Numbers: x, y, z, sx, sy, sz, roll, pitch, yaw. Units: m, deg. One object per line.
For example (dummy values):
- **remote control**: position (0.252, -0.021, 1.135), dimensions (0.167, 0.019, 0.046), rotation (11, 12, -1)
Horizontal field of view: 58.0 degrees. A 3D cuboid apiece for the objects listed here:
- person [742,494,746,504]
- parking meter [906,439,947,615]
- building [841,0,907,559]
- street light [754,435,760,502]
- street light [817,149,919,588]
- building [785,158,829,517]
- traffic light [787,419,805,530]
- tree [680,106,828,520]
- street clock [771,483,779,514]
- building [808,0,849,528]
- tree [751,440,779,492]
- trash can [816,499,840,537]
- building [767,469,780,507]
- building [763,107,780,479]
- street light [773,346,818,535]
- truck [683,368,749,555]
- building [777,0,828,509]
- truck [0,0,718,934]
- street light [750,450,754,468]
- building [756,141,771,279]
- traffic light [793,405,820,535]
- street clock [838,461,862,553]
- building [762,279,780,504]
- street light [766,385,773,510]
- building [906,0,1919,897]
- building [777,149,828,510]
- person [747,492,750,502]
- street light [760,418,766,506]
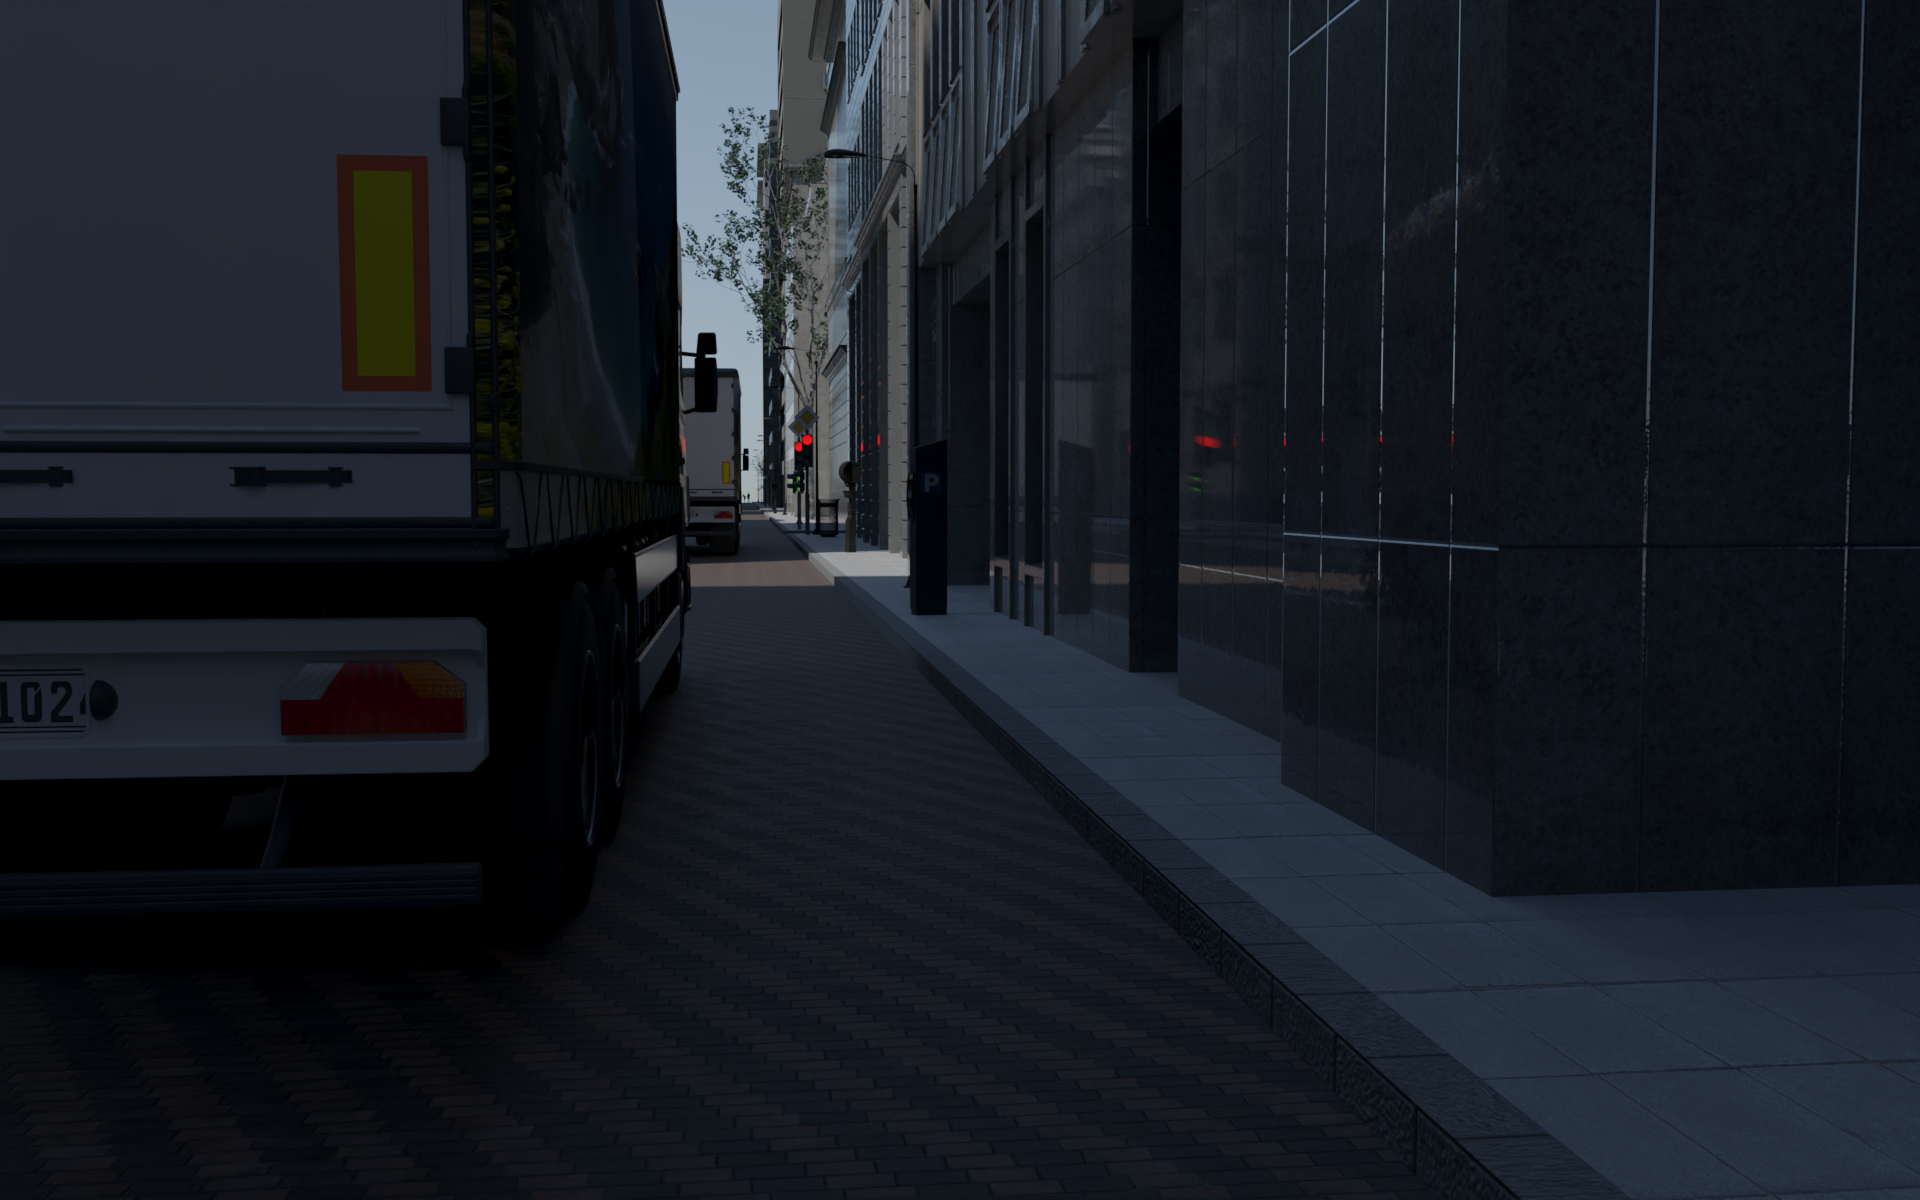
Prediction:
- **person**: position (-32.176, -15.056, 257.853), dimensions (0.628, 1.438, 0.799), rotation (-1, 4, -9)
- **parking meter**: position (-0.350, -0.776, 18.394), dimensions (0.399, 1.863, 0.255), rotation (-1, 4, -16)
- **building**: position (3.606, -16.066, 40.168), dimensions (11.434, 29.767, 29.804), rotation (0, 4, -7)
- **street light**: position (-15.219, -10.018, 136.341), dimensions (1.470, 5.913, 1.316), rotation (0, 4, -7)
- **street light**: position (-1.141, -3.119, 23.530), dimensions (1.470, 5.913, 1.316), rotation (0, 4, -7)
- **building**: position (-5.081, -15.272, 104.447), dimensions (10.420, 20.320, 16.860), rotation (0, 4, -7)
- **traffic light**: position (-5.826, -4.502, 62.525), dimensions (0.839, 4.253, 0.868), rotation (0, 4, -7)
- **tree**: position (-8.842, -14.104, 86.483), dimensions (12.611, 20.169, 13.585), rotation (0, 3, 0)
- **street clock**: position (-12.111, -6.660, 113.461), dimensions (0.471, 2.002, 0.358), rotation (0, 4, 3)
- **building**: position (9.132, -14.571, 71.519), dimensions (30.059, 22.955, 16.112), rotation (0, 4, -7)
- **tree**: position (-24.729, -16.687, 223.186), dimensions (4.360, 8.622, 3.978), rotation (0, 3, 0)
- **trash can**: position (-3.925, -2.444, 51.609), dimensions (0.748, 1.137, 0.748), rotation (0, 3, 0)
- **building**: position (-8.802, -44.846, 171.484), dimensions (20.563, 71.187, 20.611), rotation (0, 4, -7)
- **building**: position (-10.640, -35.401, 198.417), dimensions (23.786, 49.044, 30.456), rotation (0, 4, -7)
- **street light**: position (-5.053, -5.014, 54.527), dimensions (1.470, 5.913, 1.316), rotation (0, 4, -7)
- **truck**: position (-6.801, -3.369, 43.991), dimensions (2.839, 4.237, 11.283), rotation (0, 4, -7)
- **building**: position (-4.943, -32.277, 151.427), dimensions (21.300, 48.544, 21.600), rotation (0, 4, -7)
- **truck**: position (-2.823, -1.239, 9.163), dimensions (2.839, 4.237, 11.283), rotation (0, 4, -7)
- **street light**: position (-20.868, -12.732, 180.711), dimensions (1.470, 5.913, 1.316), rotation (0, 4, -7)
- **building**: position (-15.204, -40.695, 254.594), dimensions (28.713, 52.752, 27.495), rotation (0, 4, -7)
- **traffic light**: position (-4.836, -4.017, 54.601), dimensions (0.839, 4.253, 0.868), rotation (0, 4, -7)
- **street clock**: position (-2.401, -2.042, 37.958), dimensions (0.471, 2.002, 0.358), rotation (-2, 4, -32)
- **building**: position (-19.478, -28.211, 232.954), dimensions (14.160, 30.474, 14.107), rotation (0, 4, -7)
- **street light**: position (-7.405, -6.194, 73.817), dimensions (1.470, 5.913, 1.316), rotation (0, 4, -7)
- **building**: position (6.423, -12.068, 15.335), dimensions (12.078, 24.808, 19.932), rotation (0, 4, -7)
- **building**: position (-6.745, -20.076, 125.508), dimensions (12.463, 27.353, 25.104), rotation (0, 4, -7)
- **person**: position (-32.176, -15.547, 263.605), dimensions (0.541, 1.710, 0.530), rotation (-1, 4, -23)
- **street light**: position (-11.254, -8.137, 105.574), dimensions (1.470, 5.913, 1.316), rotation (0, 4, -7)
